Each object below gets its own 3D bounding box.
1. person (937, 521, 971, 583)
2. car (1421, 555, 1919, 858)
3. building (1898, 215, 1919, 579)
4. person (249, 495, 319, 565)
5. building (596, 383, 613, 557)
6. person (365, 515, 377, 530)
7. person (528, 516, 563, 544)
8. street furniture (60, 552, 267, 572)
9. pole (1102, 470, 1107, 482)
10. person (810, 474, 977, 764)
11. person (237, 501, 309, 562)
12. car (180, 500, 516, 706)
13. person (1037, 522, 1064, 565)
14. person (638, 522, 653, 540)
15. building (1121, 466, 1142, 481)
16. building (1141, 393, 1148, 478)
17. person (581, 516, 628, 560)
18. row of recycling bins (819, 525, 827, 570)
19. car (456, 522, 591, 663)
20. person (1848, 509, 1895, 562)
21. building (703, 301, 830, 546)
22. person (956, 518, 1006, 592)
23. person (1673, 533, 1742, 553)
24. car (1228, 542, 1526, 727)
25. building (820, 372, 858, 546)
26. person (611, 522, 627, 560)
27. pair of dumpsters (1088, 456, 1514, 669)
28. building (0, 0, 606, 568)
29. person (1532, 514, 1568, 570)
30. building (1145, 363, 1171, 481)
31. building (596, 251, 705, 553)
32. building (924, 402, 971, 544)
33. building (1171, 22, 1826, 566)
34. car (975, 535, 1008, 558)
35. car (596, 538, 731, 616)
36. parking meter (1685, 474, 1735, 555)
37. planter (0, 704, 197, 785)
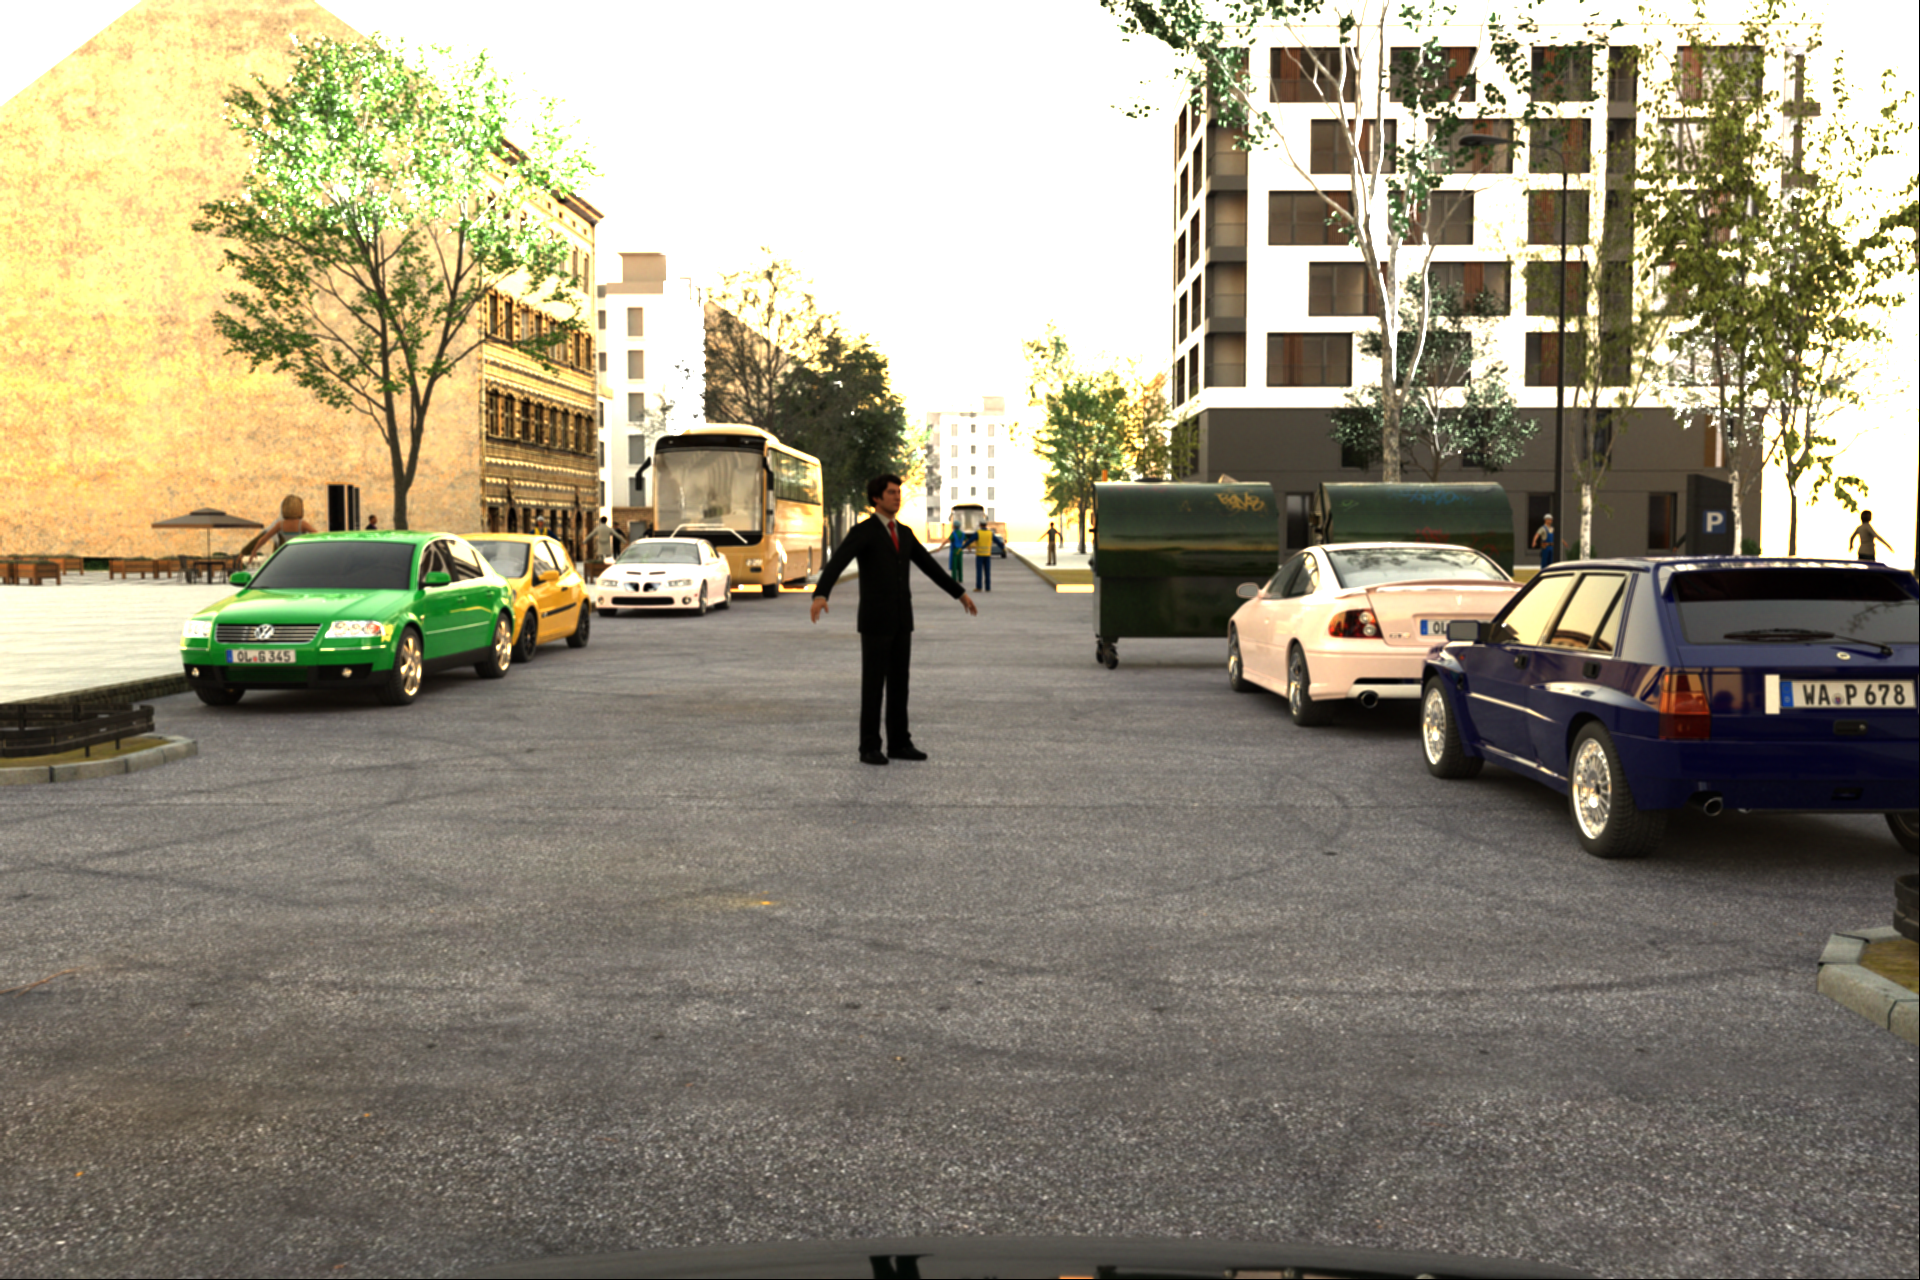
[{"bbox_3d":[-0.122,-2.561,50.451,1.347,1.817,0.704,-3,5,-44],"label":"person"},{"bbox_3d":[3.645,0.219,9.005,1.945,1.354,3.894,0,4,0],"label":"car"},{"bbox_3d":[30.292,-15.422,31.742,16.754,29.471,25.880,0,4,1],"label":"building"},{"bbox_3d":[-8.013,-0.877,20.956,1.214,1.753,0.721,0,4,1],"label":"person"},{"bbox_3d":[-24.614,-9.679,100.397,9.099,9.664,28.070,0,4,1],"label":"building"},{"bbox_3d":[-16.222,-2.552,47.948,0.704,1.802,1.346,0,4,4],"label":"person"},{"bbox_3d":[-11.419,-2.494,47.244,1.216,1.772,0.721,-1,4,-19],"label":"person"},{"bbox_3d":[-29.593,-2.762,60.781,10.072,0.657,5.734,0,4,6],"label":"street furniture"},{"bbox_3d":[4.591,-3.742,55.026,0.158,3.312,0.155,0,3,0],"label":"pole"},{"bbox_3d":[-0.447,-0.139,10.914,1.347,1.806,0.705,-3,5,-43],"label":"person"},{"bbox_3d":[-8.874,-0.982,22.827,1.217,1.736,0.721,-2,4,-33],"label":"person"},{"bbox_3d":[-5.442,-0.434,15.885,1.959,1.807,4.718,0,4,1],"label":"car"},{"bbox_3d":[3.757,-3.968,71.149,1.348,1.796,0.705,-2,4,-33],"label":"person"},{"bbox_3d":[-14.138,-4.513,79.569,1.354,1.856,0.705,-1,4,-12],"label":"person"},{"bbox_3d":[25.548,-16.693,215.081,9.099,9.664,28.070,0,4,1],"label":"building"},{"bbox_3d":[29.843,-21.831,187.862,19.493,23.208,18.063,0,4,1],"label":"building"},{"bbox_3d":[-10.242,-2.674,49.911,1.347,1.806,0.705,0,4,-5],"label":"person"},{"bbox_3d":[-5.328,-3.391,62.559,1.069,1.692,3.534,0,4,2],"label":"row of recycling bins"},{"bbox_3d":[-5.609,-0.630,20.532,2.015,1.641,3.980,0,4,1],"label":"car"},{"bbox_3d":[16.918,-1.556,32.203,0.721,1.744,1.215,-1,4,-9],"label":"person"},{"bbox_3d":[-23.137,-20.833,171.553,19.493,23.208,18.063,0,4,1],"label":"building"},{"bbox_3d":[0.567,-2.124,43.160,1.349,1.833,0.705,-1,4,-22],"label":"person"},{"bbox_3d":[15.116,-1.776,35.098,1.348,1.821,0.705,3,5,41],"label":"person"},{"bbox_3d":[3.412,-0.118,14.286,2.083,1.381,4.827,0,4,0],"label":"car"},{"bbox_3d":[-21.703,-20.726,205.327,16.747,18.905,31.486,0,4,1],"label":"building"},{"bbox_3d":[-15.874,-4.526,79.936,1.347,1.837,0.705,2,4,26],"label":"person"},{"bbox_3d":[3.608,-0.847,18.794,4.436,2.255,1.574,0,4,1],"label":"pair of dumpsters"},{"bbox_3d":[-26.759,-14.831,73.415,19.493,23.208,18.063,0,4,2],"label":"building"},{"bbox_3d":[16.759,-2.660,49.349,1.347,1.847,0.705,-2,4,-28],"label":"person"},{"bbox_3d":[28.429,-20.697,169.325,19.493,23.208,18.063,0,4,1],"label":"building"},{"bbox_3d":[-24.350,-15.954,117.262,16.016,20.090,11.380,0,4,1],"label":"building"},{"bbox_3d":[-4.573,-23.305,239.916,11.380,20.090,16.016,0,4,1],"label":"building"},{"bbox_3d":[24.204,-14.804,86.023,27.936,21.610,32.646,0,4,1],"label":"building"},{"bbox_3d":[1.893,-5.652,104.407,2.014,1.417,4.499,0,4,0],"label":"car"},{"bbox_3d":[-5.351,-1.182,31.694,2.083,1.381,4.827,0,4,1],"label":"car"},{"bbox_3d":[7.307,-0.684,16.900,0.399,1.863,0.255,0,4,1],"label":"parking meter"},{"bbox_3d":[-5.960,0.633,10.787,1.991,0.319,1.994,0,4,1],"label":"planter"}]
